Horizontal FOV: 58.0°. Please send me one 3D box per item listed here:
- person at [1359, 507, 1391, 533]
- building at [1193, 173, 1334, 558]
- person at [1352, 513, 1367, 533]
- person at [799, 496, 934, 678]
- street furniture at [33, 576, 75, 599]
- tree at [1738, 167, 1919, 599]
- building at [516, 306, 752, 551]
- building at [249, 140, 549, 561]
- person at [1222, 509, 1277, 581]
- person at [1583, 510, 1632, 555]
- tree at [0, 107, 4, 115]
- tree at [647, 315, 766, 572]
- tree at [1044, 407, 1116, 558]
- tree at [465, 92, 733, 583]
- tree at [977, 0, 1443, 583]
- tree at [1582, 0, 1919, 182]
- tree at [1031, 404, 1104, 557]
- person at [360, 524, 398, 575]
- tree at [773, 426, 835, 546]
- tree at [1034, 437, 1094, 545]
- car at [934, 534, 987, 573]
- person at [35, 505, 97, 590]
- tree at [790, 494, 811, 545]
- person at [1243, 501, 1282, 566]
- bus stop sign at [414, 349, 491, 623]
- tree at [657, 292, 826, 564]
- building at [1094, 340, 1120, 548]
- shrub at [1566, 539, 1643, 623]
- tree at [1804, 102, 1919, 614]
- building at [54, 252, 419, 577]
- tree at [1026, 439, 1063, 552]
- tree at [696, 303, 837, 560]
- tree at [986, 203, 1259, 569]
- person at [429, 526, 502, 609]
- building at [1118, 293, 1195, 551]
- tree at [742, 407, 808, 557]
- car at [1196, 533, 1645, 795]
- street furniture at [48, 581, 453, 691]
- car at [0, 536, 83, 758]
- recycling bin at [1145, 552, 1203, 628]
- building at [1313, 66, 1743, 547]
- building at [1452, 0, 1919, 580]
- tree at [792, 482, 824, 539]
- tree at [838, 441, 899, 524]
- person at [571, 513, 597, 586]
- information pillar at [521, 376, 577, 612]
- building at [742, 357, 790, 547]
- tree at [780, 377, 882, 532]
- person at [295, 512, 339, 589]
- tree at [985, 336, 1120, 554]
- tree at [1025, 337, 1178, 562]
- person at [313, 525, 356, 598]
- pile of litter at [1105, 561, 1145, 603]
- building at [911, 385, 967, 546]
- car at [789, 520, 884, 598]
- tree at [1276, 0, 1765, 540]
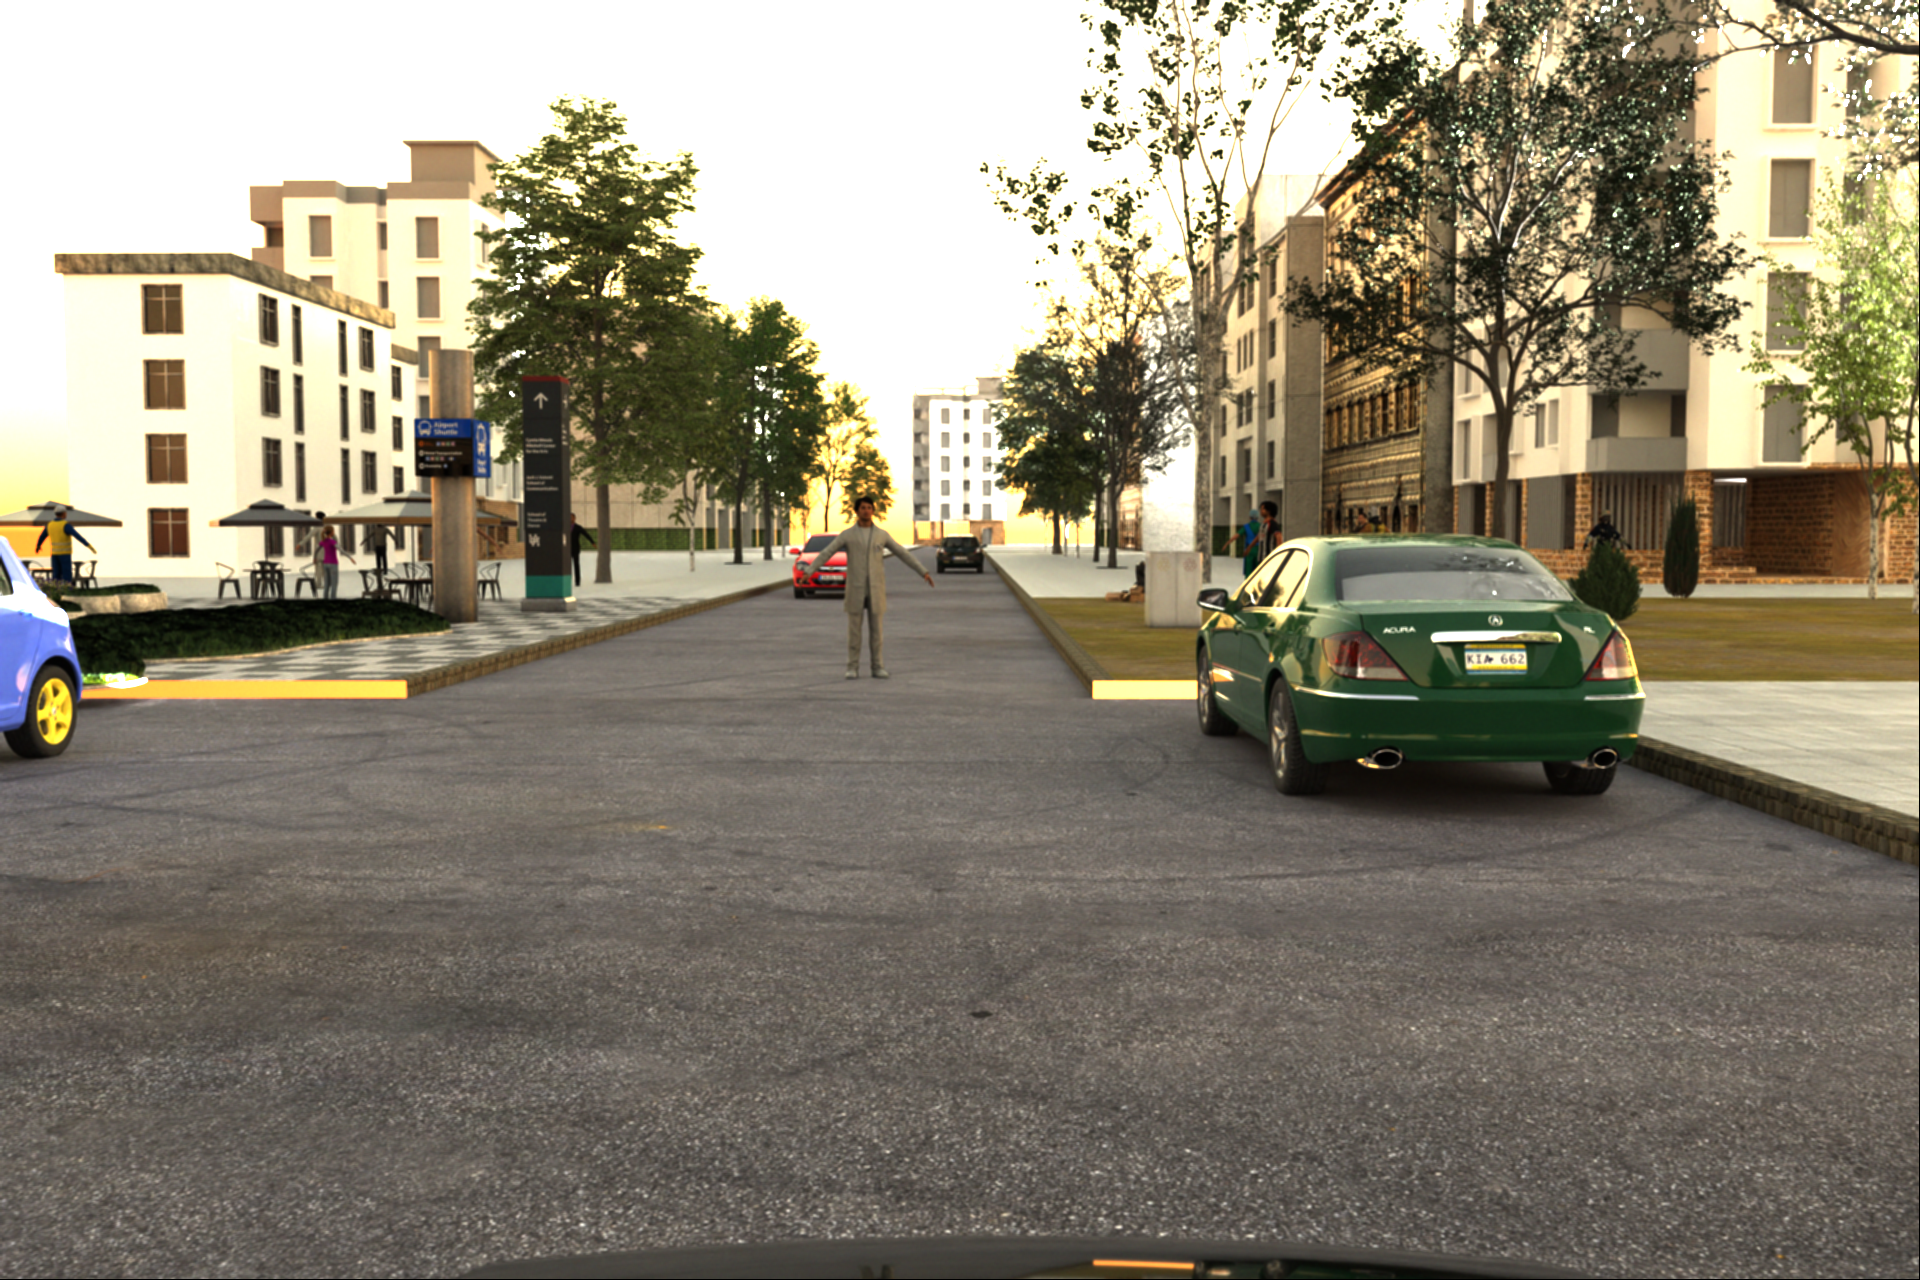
[{"bbox_3d":[8.683,-1.878,36.468,1.354,1.858,0.705,-2,4,-24],"label":"person"},{"bbox_3d":[23.119,-13.897,93.669,16.747,18.905,31.486,0,4,0],"label":"building"},{"bbox_3d":[10.005,-2.265,43.176,0.704,1.812,1.346,-2,4,-29],"label":"person"},{"bbox_3d":[-0.940,-0.527,17.260,1.347,1.806,0.705,-1,4,-11],"label":"person"},{"bbox_3d":[-16.759,-1.191,26.322,11.010,1.723,9.812,-3,5,-40],"label":"street furniture"},{"bbox_3d":[17.753,-5.104,33.819,4.737,8.622,4.395,0,3,0],"label":"tree"},{"bbox_3d":[-28.364,-17.340,149.962,16.747,18.905,31.486,0,3,0],"label":"building"},{"bbox_3d":[-28.030,-13.954,84.573,16.016,20.090,11.380,0,4,0],"label":"building"},{"bbox_3d":[6.377,-1.930,37.674,1.347,1.817,0.704,0,4,-6],"label":"person"},{"bbox_3d":[15.444,-2.181,41.438,1.354,1.856,0.705,-1,4,-18],"label":"person"},{"bbox_3d":[-12.221,-4.835,13.465,8.767,10.594,7.601,-2,4,-30],"label":"tree"},{"bbox_3d":[-9.036,-6.664,59.314,4.737,8.622,4.395,0,3,0],"label":"tree"},{"bbox_3d":[6.237,-8.577,90.592,4.737,8.622,4.395,0,3,0],"label":"tree"},{"bbox_3d":[-9.693,-7.797,45.607,7.486,12.596,7.792,0,3,0],"label":"tree"},{"bbox_3d":[6.917,-11.627,45.987,12.611,20.169,13.585,0,3,0],"label":"tree"},{"bbox_3d":[9.232,-6.223,12.119,12.009,13.543,11.850,0,3,0],"label":"tree"},{"bbox_3d":[6.221,-9.024,97.911,4.737,8.622,4.395,0,3,0],"label":"tree"},{"bbox_3d":[-18.218,-2.955,54.450,1.348,1.813,0.705,1,4,16],"label":"person"},{"bbox_3d":[-9.147,-9.419,104.357,4.360,8.622,3.978,0,3,0],"label":"tree"},{"bbox_3d":[12.945,-18.603,210.814,9.857,13.997,8.962,0,3,0],"label":"tree"},{"bbox_3d":[0.019,-3.358,64.695,2.009,1.686,4.222,0,4,1],"label":"car"},{"bbox_3d":[-17.121,-1.657,33.056,1.349,1.833,0.705,1,4,14],"label":"person"},{"bbox_3d":[-19.496,-15.688,206.861,4.360,8.622,3.978,0,3,0],"label":"tree"},{"bbox_3d":[5.017,-1.363,28.436,0.704,1.843,1.345,-1,4,-14],"label":"person"},{"bbox_3d":[-7.316,-2.202,25.027,0.837,3.901,0.837,0,4,2],"label":"bus stop sign"},{"bbox_3d":[-9.331,-9.051,73.739,9.928,11.665,9.643,0,3,0],"label":"tree"},{"bbox_3d":[22.355,-18.346,166.420,16.747,18.905,31.486,0,4,0],"label":"building"},{"bbox_3d":[9.125,-0.819,24.504,1.383,1.207,1.383,0,3,0],"label":"shrub"},{"bbox_3d":[15.256,-4.736,27.789,4.360,8.622,3.978,0,3,0],"label":"tree"},{"bbox_3d":[-25.949,-7.569,65.898,9.099,9.664,28.070,0,4,1],"label":"building"},{"bbox_3d":[5.837,-10.497,121.987,4.360,8.622,3.978,0,3,0],"label":"tree"},{"bbox_3d":[-9.683,-10.201,84.905,7.486,12.596,7.792,0,3,0],"label":"tree"},{"bbox_3d":[5.820,-9.410,64.229,12.009,13.543,11.850,0,3,0],"label":"tree"},{"bbox_3d":[-8.447,-1.395,29.615,1.217,1.733,0.721,-1,4,-10],"label":"person"},{"bbox_3d":[22.690,-18.718,136.960,19.493,23.208,18.063,0,3,0],"label":"building"},{"bbox_3d":[-9.854,-8.816,94.509,4.737,8.622,4.395,0,3,0],"label":"tree"},{"bbox_3d":[2.650,0.052,10.952,2.131,1.459,4.920,0,4,-1],"label":"car"},{"bbox_3d":[-9.344,-0.196,18.831,5.734,0.657,10.072,0,4,7],"label":"street furniture"},{"bbox_3d":[-6.642,-0.015,9.837,1.945,1.707,3.694,0,3,0],"label":"car"},{"bbox_3d":[2.949,-0.697,23.957,0.722,1.027,0.722,0,4,0],"label":"recycling bin"},{"bbox_3d":[25.442,-14.538,68.620,19.493,23.208,18.063,0,4,1],"label":"building"},{"bbox_3d":[21.784,-12.256,56.803,16.016,20.090,11.380,0,4,0],"label":"building"},{"bbox_3d":[-18.412,-16.075,213.186,4.360,8.622,3.978,0,3,0],"label":"tree"},{"bbox_3d":[-11.206,-17.975,212.013,7.486,12.596,7.792,0,3,0],"label":"tree"},{"bbox_3d":[-9.603,-2.240,42.856,1.346,1.802,0.704,1,4,10],"label":"person"},{"bbox_3d":[-6.835,-2.405,28.696,0.750,3.857,0.750,0,4,0],"label":"information pillar"},{"bbox_3d":[-27.919,-19.323,182.390,16.747,18.905,31.486,0,4,0],"label":"building"},{"bbox_3d":[-8.754,-11.536,114.362,9.928,11.665,9.643,0,3,0],"label":"tree"},{"bbox_3d":[-14.977,-2.101,40.536,0.705,1.806,1.347,2,4,23],"label":"person"},{"bbox_3d":[6.192,-12.448,110.176,9.857,13.997,8.962,0,3,0],"label":"tree"},{"bbox_3d":[6.616,-8.886,79.692,7.601,10.594,8.767,-1,4,-16],"label":"tree"},{"bbox_3d":[-10.709,-1.244,29.600,0.991,1.433,0.599,2,4,28],"label":"person"},{"bbox_3d":[3.347,-1.166,33.034,1.176,0.858,1.719,0,4,0],"label":"pile of litter"},{"bbox_3d":[-5.677,-21.608,212.168,11.380,20.090,16.016,0,4,4],"label":"building"},{"bbox_3d":[-2.815,-1.893,39.999,2.155,1.783,4.494,0,3,0],"label":"car"},{"bbox_3d":[8.469,-5.606,26.078,7.601,10.594,8.767,-1,4,-10],"label":"tree"}]
